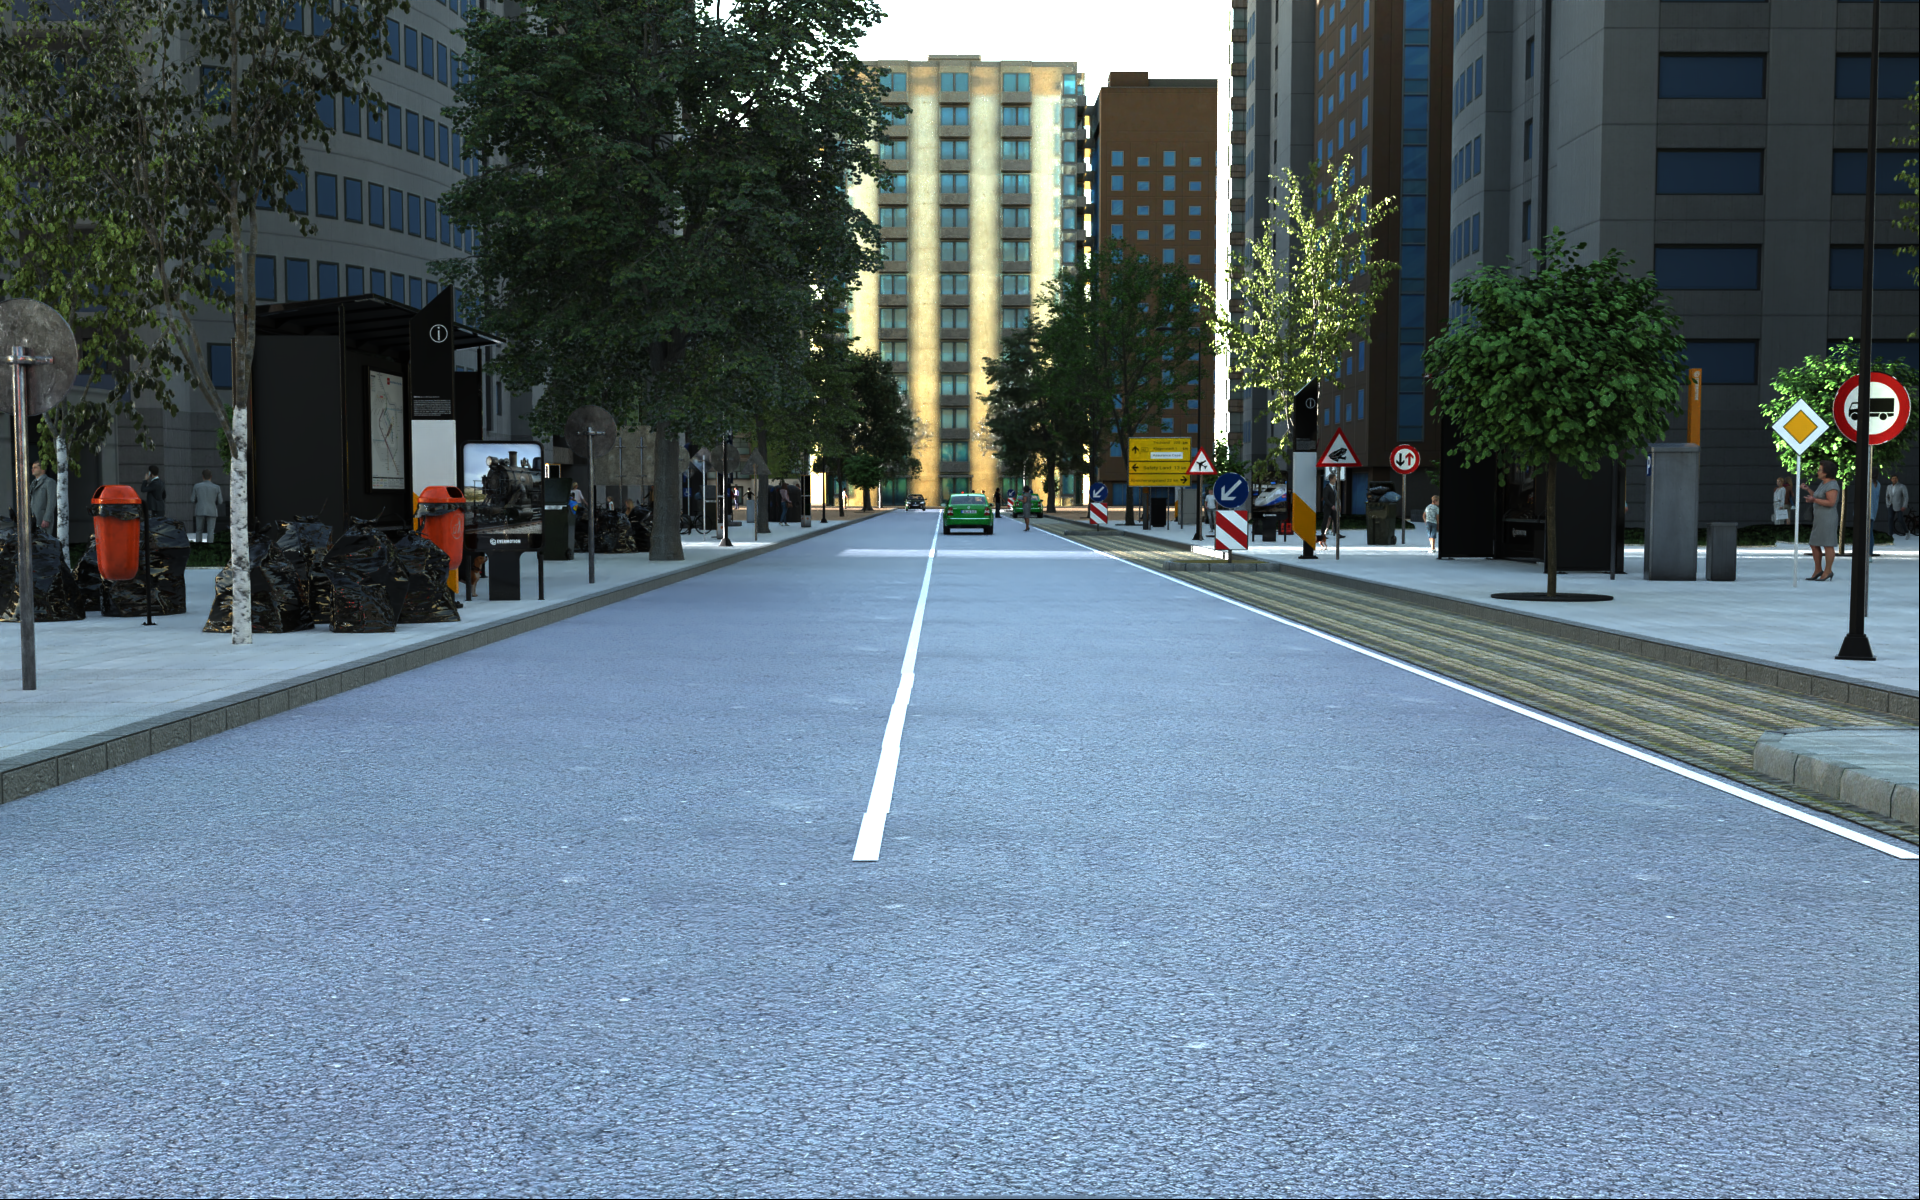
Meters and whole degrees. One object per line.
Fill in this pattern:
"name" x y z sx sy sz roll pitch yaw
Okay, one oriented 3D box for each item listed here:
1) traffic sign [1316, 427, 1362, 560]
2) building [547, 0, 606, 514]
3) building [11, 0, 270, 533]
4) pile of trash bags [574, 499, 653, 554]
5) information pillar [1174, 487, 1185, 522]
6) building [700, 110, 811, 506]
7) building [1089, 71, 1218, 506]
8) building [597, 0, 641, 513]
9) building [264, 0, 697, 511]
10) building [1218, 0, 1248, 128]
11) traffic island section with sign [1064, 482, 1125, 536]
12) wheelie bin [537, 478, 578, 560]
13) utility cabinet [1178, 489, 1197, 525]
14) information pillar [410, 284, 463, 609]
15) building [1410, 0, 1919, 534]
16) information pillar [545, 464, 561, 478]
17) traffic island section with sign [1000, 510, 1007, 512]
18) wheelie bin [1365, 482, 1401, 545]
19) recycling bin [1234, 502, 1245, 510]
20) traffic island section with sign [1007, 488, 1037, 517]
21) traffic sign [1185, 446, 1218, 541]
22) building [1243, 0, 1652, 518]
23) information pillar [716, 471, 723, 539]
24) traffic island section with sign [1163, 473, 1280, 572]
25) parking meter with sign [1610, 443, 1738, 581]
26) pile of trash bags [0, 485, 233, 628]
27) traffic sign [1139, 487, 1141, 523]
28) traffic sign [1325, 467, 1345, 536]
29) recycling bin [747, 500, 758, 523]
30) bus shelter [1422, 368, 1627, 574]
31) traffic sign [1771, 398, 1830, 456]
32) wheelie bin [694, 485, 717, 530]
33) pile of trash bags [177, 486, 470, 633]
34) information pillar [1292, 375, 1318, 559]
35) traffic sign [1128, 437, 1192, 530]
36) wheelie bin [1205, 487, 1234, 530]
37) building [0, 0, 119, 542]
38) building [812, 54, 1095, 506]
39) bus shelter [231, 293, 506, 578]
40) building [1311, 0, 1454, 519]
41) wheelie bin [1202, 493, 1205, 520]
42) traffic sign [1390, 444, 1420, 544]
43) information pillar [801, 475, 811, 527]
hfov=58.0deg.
"traffic sign" 7.388 -2.068 33.818 0.884 2.594 0.081 0 4 7
"building" -27.081 -19.505 90.610 14.160 30.474 14.107 0 4 -1
"building" -29.822 -32.119 67.145 21.231 58.520 28.212 0 4 -1
"pile of trash bags" -8.302 -1.779 38.833 3.447 1.369 1.912 3 4 38
"information pillar" 10.214 -5.451 80.471 0.504 3.616 0.183 -1 4 -8
"building" -23.597 -30.805 187.259 14.086 41.232 14.154 0 4 -1
"building" 21.634 -32.848 187.181 14.200 45.320 14.600 0 4 -1
"building" -27.785 -25.798 105.385 14.154 41.232 14.086 0 4 -1
"building" -34.858 -36.154 133.115 28.212 58.520 21.231 0 4 -1
"building" 27.347 -27.794 138.025 14.154 41.232 14.086 0 4 -1
"traffic island section with sign" 4.634 -3.153 60.177 1.989 1.847 2.006 0 4 -1
"wheelie bin" -7.873 -1.577 33.688 0.980 1.594 0.693 0 4 3
"utility cabinet" 9.554 -3.876 72.046 1.173 1.500 0.318 -3 5 -41
"information pillar" -5.872 -1.715 19.388 0.504 3.616 0.183 0 4 1
"building" 30.686 -32.164 67.888 21.231 58.520 28.212 0 4 -1
"information pillar" -9.918 -2.310 42.261 0.304 2.012 0.304 -2 4 -26
"traffic island section with sign" 3.949 -7.910 137.952 1.989 1.847 2.006 0 4 -1
"wheelie bin" 10.644 -2.188 43.682 0.980 1.594 0.693 2 4 35
"recycling bin" 10.560 -3.343 67.214 0.722 1.027 0.722 -2 4 -35
"traffic island section with sign" 4.196 -6.227 110.440 1.989 1.847 2.006 0 4 -1
"traffic sign" 6.587 -2.893 47.306 0.884 2.594 0.081 0 4 0
"building" 29.980 -35.132 116.410 21.231 58.520 28.212 0 4 -1
"information pillar" -6.738 -2.722 49.001 0.304 2.012 0.304 -1 4 -9
"traffic island section with sign" 4.880 -1.471 32.682 1.989 1.847 2.006 0 4 -1
"parking meter with sign" 10.579 -1.799 25.683 1.738 3.016 0.543 1 4 10
"pile of trash bags" -8.981 -0.501 17.943 1.912 1.369 3.447 -3 4 -37
"traffic sign" 8.082 -4.763 77.875 0.884 2.594 0.081 0 4 3
"traffic sign" 11.430 -3.101 52.835 0.606 2.300 0.079 1 4 9
"recycling bin" -9.090 -3.970 77.458 0.722 1.027 0.722 1 4 14
"bus shelter" 9.910 -2.421 30.862 1.731 3.624 6.357 0 4 -1
"traffic sign" 11.495 -1.466 23.701 0.795 2.593 0.064 0 4 2
"wheelie bin" -9.100 -3.326 62.290 0.980 1.594 0.693 -2 4 -30
"pile of trash bags" -5.933 -0.474 17.507 1.912 1.369 3.447 1 4 11
"information pillar" 6.815 -2.618 34.166 0.504 3.616 0.183 -1 4 -15
"traffic sign" 7.107 -4.149 61.707 2.265 3.308 0.079 0 4 7
"wheelie bin" 9.415 -3.307 61.973 0.693 1.594 0.980 -1 4 -20
"building" -30.113 -36.462 34.403 20.563 71.187 20.611 0 4 -1
"building" -0.736 -34.987 191.645 30.456 49.044 23.786 0 4 -1
"bus shelter" -7.742 -1.964 23.393 1.731 3.624 6.357 0 4 0
"building" 27.793 -27.204 94.897 14.600 45.320 14.200 0 4 -1
"wheelie bin" 10.837 -4.085 74.692 0.980 1.594 0.693 0 4 -4
"traffic sign" 11.406 -2.714 44.488 0.768 2.556 0.104 0 4 4
"information pillar" -5.945 -3.812 66.825 0.304 2.012 0.304 -2 4 -30
